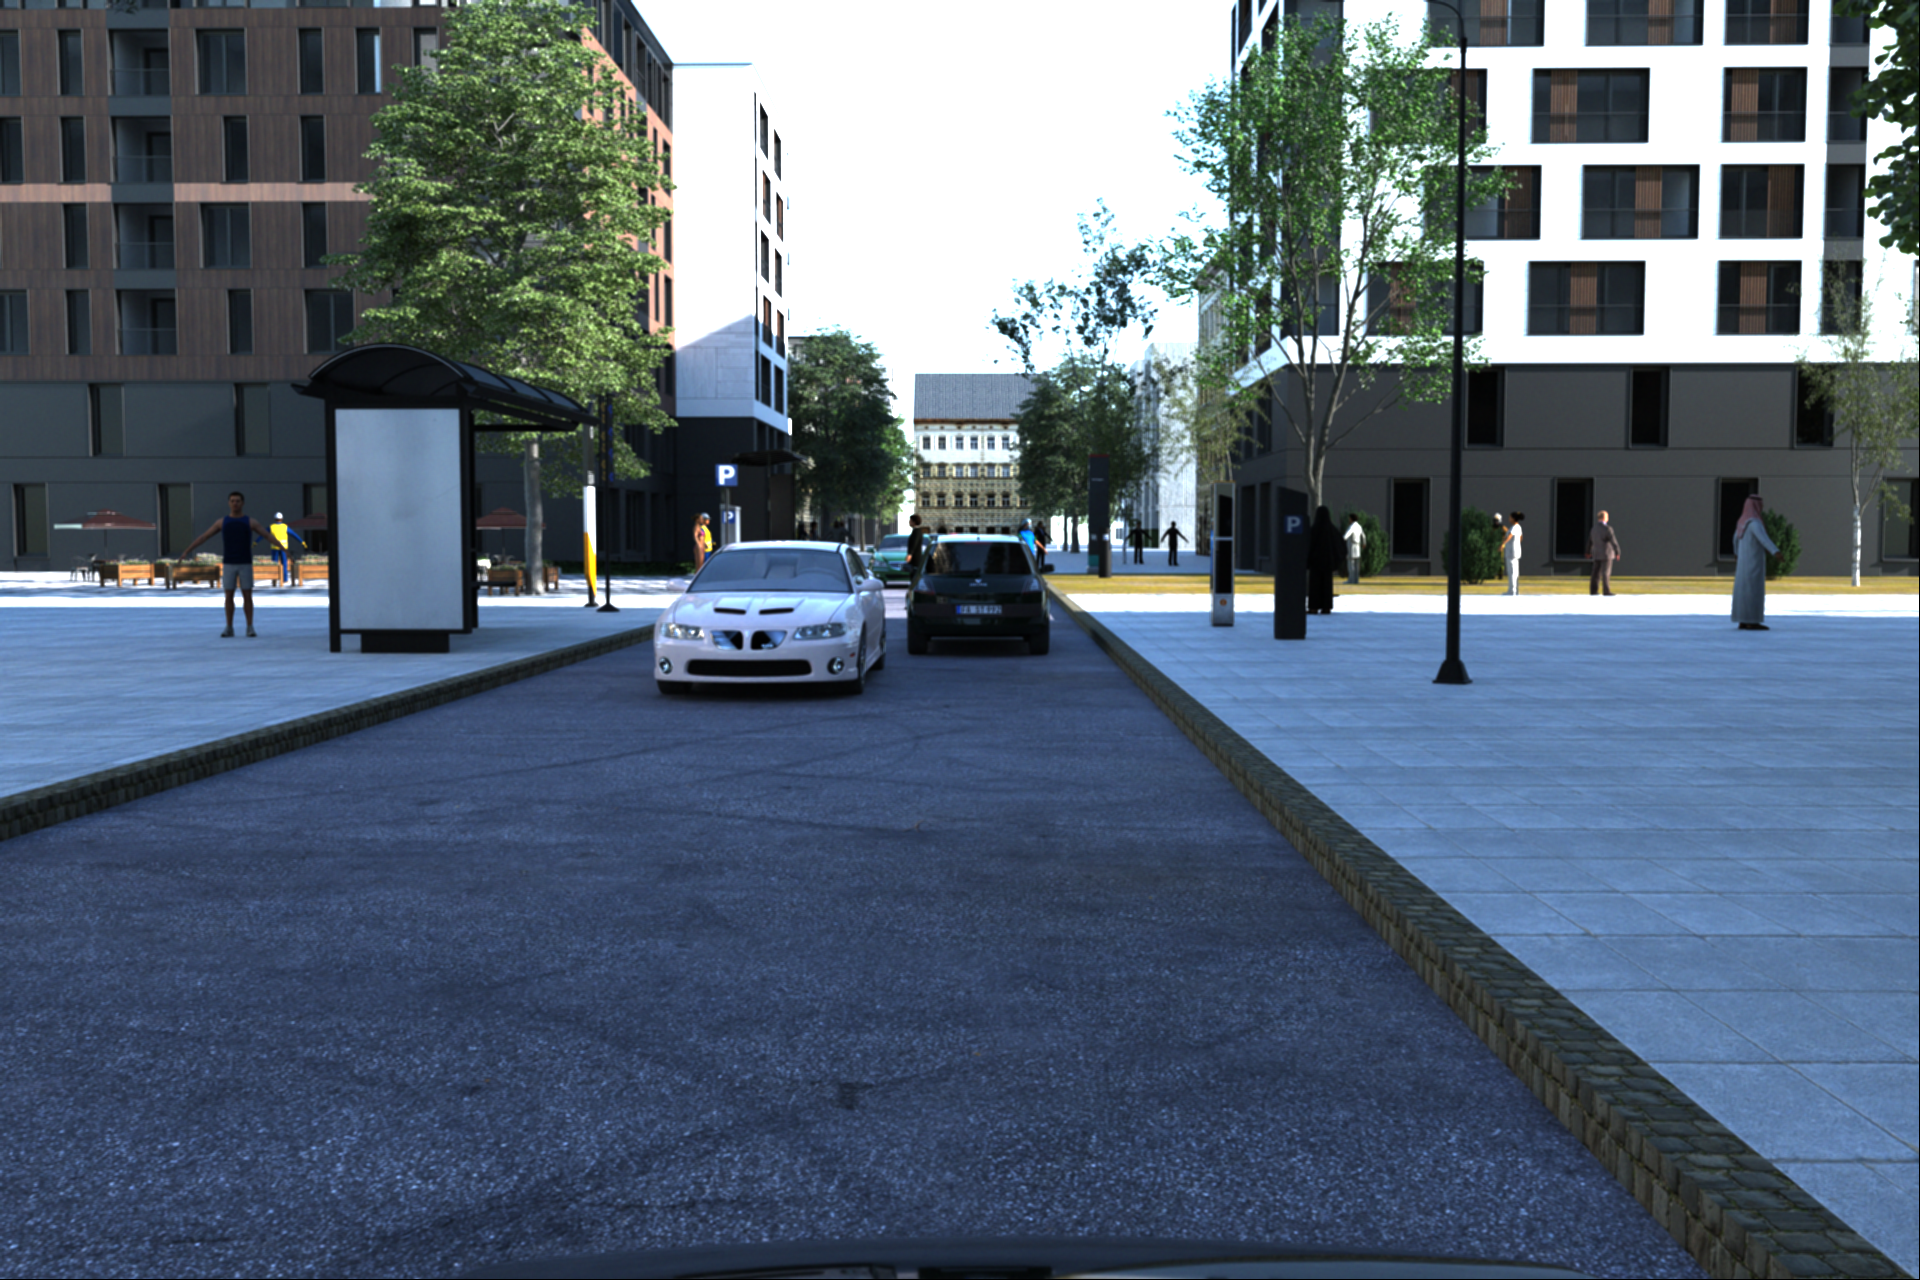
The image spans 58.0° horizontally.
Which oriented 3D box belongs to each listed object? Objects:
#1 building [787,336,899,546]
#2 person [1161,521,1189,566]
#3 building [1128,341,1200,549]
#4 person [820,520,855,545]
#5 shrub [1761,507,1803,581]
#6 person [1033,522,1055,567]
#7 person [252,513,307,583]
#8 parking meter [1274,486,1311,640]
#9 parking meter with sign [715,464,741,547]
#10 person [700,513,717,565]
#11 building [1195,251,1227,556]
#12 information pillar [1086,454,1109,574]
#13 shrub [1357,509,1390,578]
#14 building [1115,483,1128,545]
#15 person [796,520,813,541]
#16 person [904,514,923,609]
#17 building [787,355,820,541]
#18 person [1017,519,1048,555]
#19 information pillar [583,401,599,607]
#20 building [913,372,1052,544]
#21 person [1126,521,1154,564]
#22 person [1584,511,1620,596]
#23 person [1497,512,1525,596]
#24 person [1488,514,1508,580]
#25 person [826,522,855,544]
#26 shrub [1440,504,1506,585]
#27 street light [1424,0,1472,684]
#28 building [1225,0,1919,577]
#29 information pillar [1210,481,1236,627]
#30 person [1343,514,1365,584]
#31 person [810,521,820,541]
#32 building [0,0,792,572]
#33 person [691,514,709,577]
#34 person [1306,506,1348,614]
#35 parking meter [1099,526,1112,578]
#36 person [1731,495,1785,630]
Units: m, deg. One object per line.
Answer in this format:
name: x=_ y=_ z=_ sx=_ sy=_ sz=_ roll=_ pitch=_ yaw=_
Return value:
building: x=-21.854 y=-21.476 z=195.112 sx=27.936 sy=21.610 sz=32.646 roll=0 pitch=4 yaw=2
person: x=8.664 y=-3.915 z=70.241 sx=1.346 sy=1.802 sz=0.704 roll=3 pitch=5 yaw=42
building: x=26.057 y=-18.409 z=167.437 sx=16.747 sy=18.905 sz=31.486 roll=0 pitch=4 yaw=1
person: x=-4.533 y=-3.518 z=63.644 sx=1.348 sy=1.813 sz=0.705 roll=0 pitch=4 yaw=2
shrub: x=22.373 y=-2.660 z=47.914 sx=1.690 sy=2.028 sz=1.600 roll=0 pitch=3 yaw=0
person: x=3.020 y=-3.485 z=63.693 sx=1.216 sy=1.740 sz=0.721 roll=-3 pitch=5 yaw=-39
person: x=-17.794 y=-2.404 z=45.268 sx=1.349 sy=1.833 sz=0.705 roll=-1 pitch=4 yaw=-20
parking meter: x=4.051 y=-0.942 z=21.117 sx=0.399 sy=1.863 sz=0.255 roll=0 pitch=4 yaw=1
parking meter with sign: x=-5.819 y=-2.926 z=44.106 sx=0.543 sy=3.016 sz=1.738 roll=0 pitch=3 yaw=0
person: x=-5.902 y=-2.089 z=40.627 sx=0.721 sy=1.772 sz=1.216 roll=0 pitch=4 yaw=6
building: x=23.472 y=-16.170 z=95.300 sx=19.493 sy=23.208 sz=18.063 roll=0 pitch=4 yaw=1
information pillar: x=4.516 y=-4.107 z=56.533 sx=0.750 sy=3.857 sz=0.750 roll=0 pitch=4 yaw=0
shrub: x=11.877 y=-2.851 z=51.028 sx=1.690 sy=2.028 sz=1.600 roll=0 pitch=3 yaw=0
building: x=24.258 y=-16.370 z=209.794 sx=9.099 sy=9.664 sz=28.070 roll=0 pitch=4 yaw=1
person: x=-6.507 y=-3.994 z=71.079 sx=1.354 sy=1.856 sz=0.705 roll=3 pitch=5 yaw=43
person: x=-0.887 y=-1.488 z=32.967 sx=0.705 sy=1.806 sz=1.347 roll=0 pitch=4 yaw=2
building: x=-23.480 y=-20.304 z=162.892 sx=19.493 sy=23.208 sz=18.063 roll=0 pitch=4 yaw=1
person: x=1.698 y=-2.135 z=43.494 sx=0.704 sy=1.817 sz=1.347 roll=3 pitch=5 yaw=42
information pillar: x=-6.514 y=-2.390 z=30.438 sx=0.183 sy=3.616 sz=0.504 roll=0 pitch=4 yaw=2
building: x=2.861 y=-24.522 z=234.314 sx=18.063 sy=23.208 sz=19.493 roll=0 pitch=4 yaw=0
person: x=7.714 y=-4.206 z=74.696 sx=1.347 sy=1.837 sz=0.705 roll=-1 pitch=4 yaw=-14
person: x=13.396 y=-1.803 z=36.072 sx=0.434 sy=1.755 sz=0.990 roll=-1 pitch=4 yaw=-18
person: x=11.430 y=-1.790 z=36.042 sx=0.721 sy=1.739 sz=1.217 roll=2 pitch=4 yaw=35
person: x=15.074 y=-2.625 z=48.689 sx=1.354 sy=1.858 sz=0.705 roll=3 pitch=5 yaw=39
person: x=-4.954 y=-4.042 z=72.360 sx=1.348 sy=1.796 sz=0.705 roll=-2 pitch=4 yaw=-29
shrub: x=13.041 y=-2.452 z=44.130 sx=1.661 sy=2.075 sz=1.752 roll=0 pitch=3 yaw=0
street light: x=4.794 y=-2.582 z=14.763 sx=1.470 sy=5.913 sz=1.316 roll=0 pitch=4 yaw=1
building: x=24.114 y=-13.686 z=67.741 sx=27.936 sy=21.610 sz=32.646 roll=0 pitch=4 yaw=1
information pillar: x=3.648 y=-1.198 z=24.074 sx=0.304 sy=2.012 sz=0.304 roll=0 pitch=4 yaw=1
person: x=10.092 y=-2.348 z=44.568 sx=0.705 sy=1.806 sz=1.347 roll=3 pitch=5 yaw=45
person: x=-6.186 y=-4.142 z=73.858 sx=0.704 sy=1.843 sz=1.345 roll=1 pitch=4 yaw=13
building: x=-22.984 y=-14.046 z=73.628 sx=27.936 sy=21.610 sz=32.646 roll=0 pitch=4 yaw=1
person: x=-5.722 y=-1.938 z=38.483 sx=0.721 sy=1.733 sz=1.217 roll=0 pitch=4 yaw=0
person: x=5.744 y=-1.284 z=27.788 sx=1.214 sy=1.737 sz=0.721 roll=-2 pitch=4 yaw=-27
parking meter: x=4.271 y=-2.601 z=50.945 sx=0.372 sy=1.533 sz=0.369 roll=0 pitch=3 yaw=0
person: x=10.686 y=-1.050 z=23.307 sx=0.704 sy=1.811 sz=1.347 roll=0 pitch=4 yaw=1
